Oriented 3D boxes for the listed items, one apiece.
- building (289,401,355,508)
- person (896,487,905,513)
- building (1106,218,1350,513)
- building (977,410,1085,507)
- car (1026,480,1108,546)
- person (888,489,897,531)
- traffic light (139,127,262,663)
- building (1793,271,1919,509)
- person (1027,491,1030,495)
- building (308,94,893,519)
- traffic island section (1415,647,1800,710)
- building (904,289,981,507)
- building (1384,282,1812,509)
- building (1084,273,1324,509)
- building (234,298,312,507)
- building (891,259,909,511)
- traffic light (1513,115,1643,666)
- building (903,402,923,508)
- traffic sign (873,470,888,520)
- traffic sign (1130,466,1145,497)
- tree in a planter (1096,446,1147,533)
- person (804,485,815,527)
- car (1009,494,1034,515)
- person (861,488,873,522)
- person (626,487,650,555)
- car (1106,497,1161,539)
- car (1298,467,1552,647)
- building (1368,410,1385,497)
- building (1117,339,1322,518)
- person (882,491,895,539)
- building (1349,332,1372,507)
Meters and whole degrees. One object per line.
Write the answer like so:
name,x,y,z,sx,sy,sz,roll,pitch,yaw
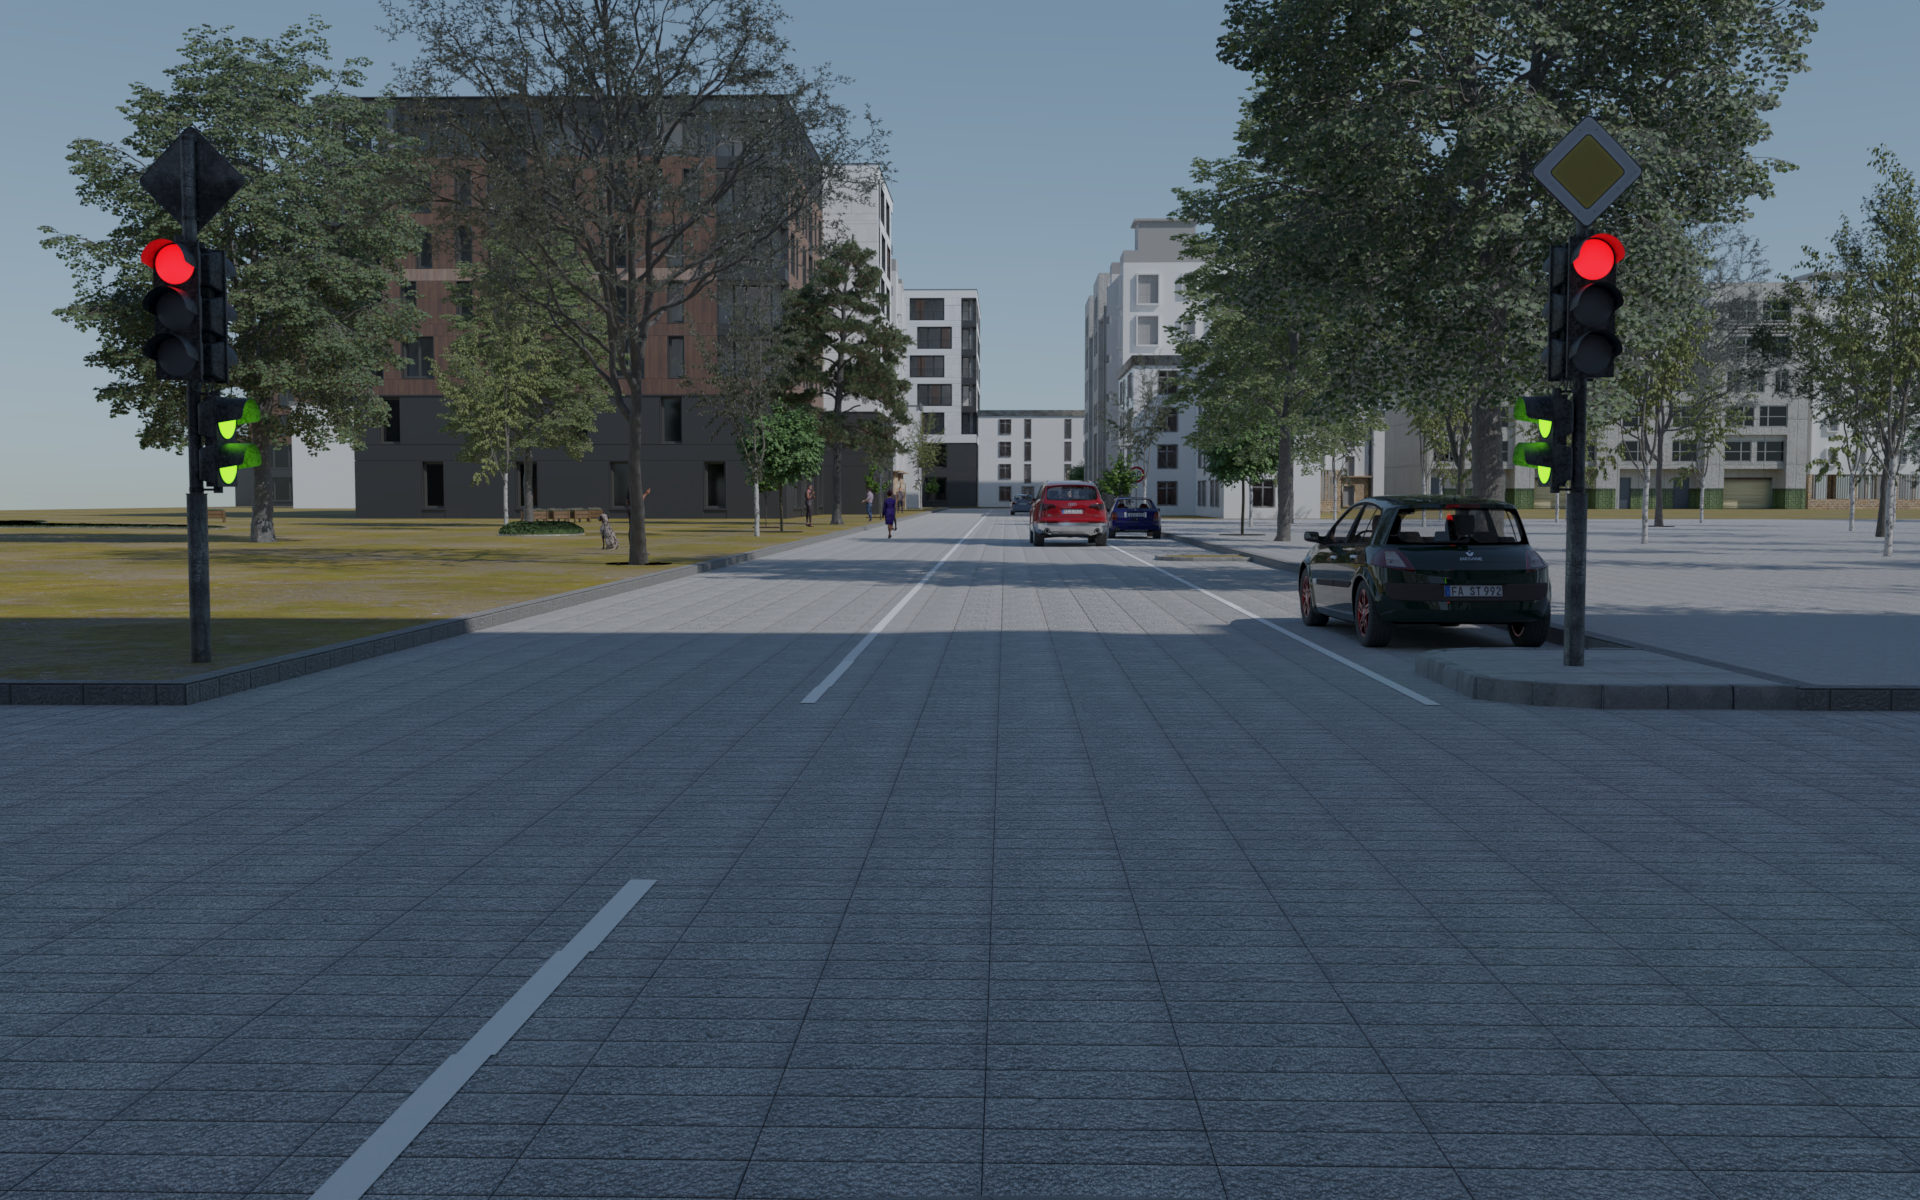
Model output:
building,-46.352,-13.357,160.527,28.070,9.664,9.099,0,4,2
person,-4.055,-6.803,117.796,0.617,1.759,0.750,0,4,-6
building,18.673,-16.398,124.526,16.016,20.091,11.380,0,4,2
building,15.855,-14.369,177.077,28.070,9.664,9.099,0,4,2
car,3.031,-2.468,49.022,2.281,1.827,5.304,0,4,0
person,-2.653,-3.518,67.485,0.415,1.643,0.593,0,4,4
traffic light,-5.781,-1.460,13.114,0.839,4.213,0.868,0,4,2
building,77.499,-18.188,153.791,11.380,20.091,16.016,0,4,2
person,6.003,-8.687,151.256,1.217,1.736,0.721,3,4,38
building,-19.036,-15.991,105.427,27.936,21.610,32.646,0,4,2
traffic island section,4.617,0.570,12.967,2.009,0.180,2.903,0,4,2
building,-14.241,-20.979,186.981,32.646,21.610,27.936,0,4,2
building,55.313,-17.548,153.361,31.486,18.905,16.747,0,4,2
building,19.658,-17.150,146.856,16.747,18.905,31.486,0,4,2
building,-58.256,-21.051,188.160,32.646,21.610,27.936,0,4,2
building,-12.165,-17.263,138.676,16.016,20.091,11.380,0,4,2
traffic light,4.577,-1.444,12.856,0.839,4.213,0.868,0,4,2
building,-17.646,-13.275,159.189,28.070,9.664,9.099,0,4,2
traffic sign,-3.956,-5.271,86.290,0.768,2.556,0.104,0,4,3
traffic sign,8.076,-4.847,79.350,0.768,2.556,0.104,0,4,2
tree in a planter,5.987,-4.124,64.642,1.991,3.239,1.994,0,4,2
person,-5.823,-3.672,67.553,0.593,1.643,0.415,3,5,41
car,4.367,-6.551,119.117,2.014,1.417,4.499,0,4,3
person,-4.220,-4.419,80.260,0.435,1.587,0.963,1,4,16
person,-6.773,-1.776,36.544,0.593,1.643,0.415,1,4,10
car,5.653,-2.720,57.056,1.945,1.354,3.894,0,4,2
car,4.604,-0.478,17.596,2.009,1.686,4.222,0,4,0
building,55.316,-14.362,176.965,28.070,9.664,9.099,0,4,2
building,14.906,-9.939,104.649,9.099,9.664,28.070,0,4,2
person,-2.320,-2.736,55.603,0.453,1.535,0.546,-3,5,-40
building,35.688,-19.826,180.579,11.380,20.091,16.016,0,4,2
